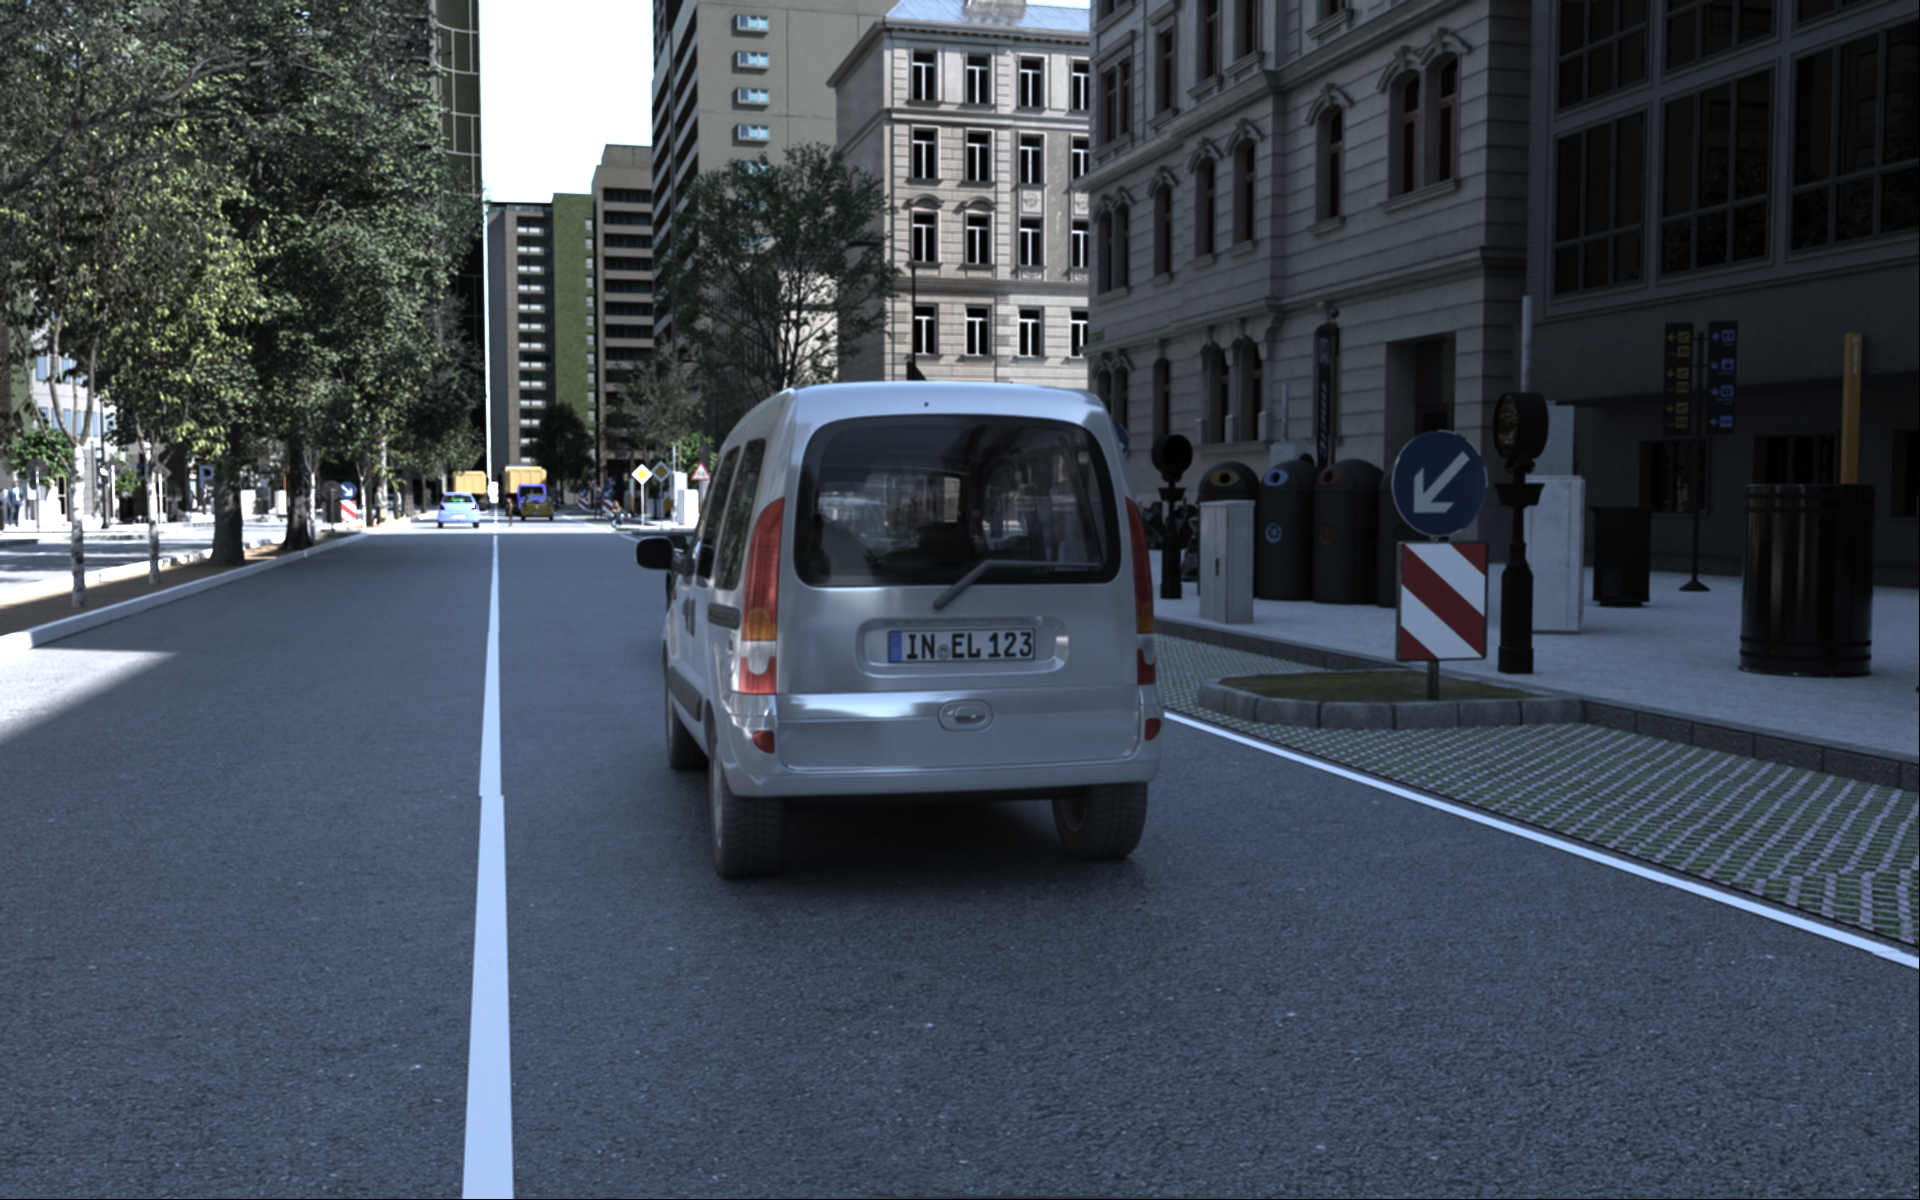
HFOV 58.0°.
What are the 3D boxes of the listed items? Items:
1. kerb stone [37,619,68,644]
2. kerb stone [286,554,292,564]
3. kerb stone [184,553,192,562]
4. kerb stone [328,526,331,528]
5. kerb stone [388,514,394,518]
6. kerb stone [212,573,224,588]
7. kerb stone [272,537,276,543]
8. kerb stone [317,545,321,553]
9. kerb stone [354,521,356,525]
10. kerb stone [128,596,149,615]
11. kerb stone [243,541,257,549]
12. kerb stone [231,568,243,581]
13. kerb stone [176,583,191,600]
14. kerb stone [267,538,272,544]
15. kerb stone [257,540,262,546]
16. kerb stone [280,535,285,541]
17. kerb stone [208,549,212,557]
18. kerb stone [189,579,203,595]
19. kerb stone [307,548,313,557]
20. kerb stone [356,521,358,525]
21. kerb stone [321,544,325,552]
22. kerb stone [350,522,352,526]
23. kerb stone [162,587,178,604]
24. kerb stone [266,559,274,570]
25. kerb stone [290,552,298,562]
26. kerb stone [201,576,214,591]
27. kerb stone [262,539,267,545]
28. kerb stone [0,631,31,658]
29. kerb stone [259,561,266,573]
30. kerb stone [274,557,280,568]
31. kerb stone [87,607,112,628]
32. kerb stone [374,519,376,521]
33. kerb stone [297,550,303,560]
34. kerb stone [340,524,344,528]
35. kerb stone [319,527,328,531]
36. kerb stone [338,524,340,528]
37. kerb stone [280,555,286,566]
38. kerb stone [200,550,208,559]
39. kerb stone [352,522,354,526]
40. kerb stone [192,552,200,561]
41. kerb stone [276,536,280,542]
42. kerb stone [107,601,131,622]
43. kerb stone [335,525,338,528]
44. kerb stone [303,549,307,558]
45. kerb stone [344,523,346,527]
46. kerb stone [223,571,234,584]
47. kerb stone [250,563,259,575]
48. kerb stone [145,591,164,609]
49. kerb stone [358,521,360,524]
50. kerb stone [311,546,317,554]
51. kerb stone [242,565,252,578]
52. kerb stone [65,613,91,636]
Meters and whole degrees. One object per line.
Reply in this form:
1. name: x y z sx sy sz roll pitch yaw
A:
1. kerb stone: -8.900 0.326 16.871 0.120 0.150 1.000 -1 4 -15
2. kerb stone: -13.931 -0.823 35.645 0.120 0.150 1.000 -1 4 -15
3. kerb stone: -16.223 -0.852 36.133 0.120 0.150 1.000 -1 4 -15
4. kerb stone: -24.316 -2.696 66.333 0.120 0.150 1.000 -1 4 -15
5. kerb stone: -35.731 -5.307 108.964 0.120 0.150 1.000 -1 4 -15
6. kerb stone: -11.544 -0.278 26.749 0.120 0.150 1.000 -1 4 -15
7. kerb stone: -19.944 -1.700 49.996 0.120 0.150 1.000 -1 4 -15
8. kerb stone: -15.514 -1.186 41.589 0.120 0.150 1.000 -1 4 -15
9. kerb stone: -27.508 -3.426 78.236 0.120 0.150 1.000 -1 4 -15
10. kerb stone: -9.948 0.084 20.826 0.120 0.150 1.000 -1 4 -15
11. kerb stone: -18.883 -1.458 46.033 0.120 0.150 1.000 -1 4 -15
12. kerb stone: -12.077 -0.400 28.730 0.120 0.150 1.000 -1 4 -15
13. kerb stone: -10.750 -0.097 23.786 0.120 0.150 1.000 -1 4 -15
14. kerb stone: -19.674 -1.638 49.008 0.120 0.150 1.000 -1 4 -15
15. kerb stone: -19.149 -1.516 47.025 0.120 0.150 1.000 -1 4 -15
16. kerb stone: -20.466 -1.822 51.977 0.120 0.150 1.000 -1 4 -15
17. kerb stone: -17.023 -1.034 39.109 0.120 0.150 1.000 -1 4 -15
18. kerb stone: -11.013 -0.158 24.774 0.120 0.150 1.000 -1 4 -15
19. kerb stone: -14.982 -1.057 39.608 0.120 0.150 1.000 -1 4 -15
20. kerb stone: -27.766 -3.488 79.227 0.120 0.150 1.000 -1 4 -15
21. kerb stone: -15.781 -1.244 42.575 0.120 0.150 1.000 -1 4 -15
22. kerb stone: -26.980 -3.306 76.250 0.120 0.150 1.000 -1 4 -15
23. kerb stone: -10.484 -0.033 22.800 0.120 0.150 1.000 -1 4 -15
24. kerb stone: -13.127 -0.642 32.686 0.120 0.150 1.000 -1 4 -15
25. kerb stone: -14.186 -0.879 36.635 0.120 0.150 1.000 -1 4 -15
26. kerb stone: -11.286 -0.218 25.760 0.120 0.150 1.000 -1 4 -15
27. kerb stone: -19.412 -1.576 48.013 0.120 0.150 1.000 -1 4 -15
28. kerb stone: -8.630 0.386 15.885 0.120 0.150 1.000 -1 4 -15
29. kerb stone: -12.874 -0.576 31.696 0.120 0.150 1.000 -1 4 -15
30. kerb stone: -13.394 -0.702 33.673 0.120 0.150 1.000 -1 4 -15
31. kerb stone: -9.428 0.208 18.845 0.120 0.150 1.000 -1 4 -15
32. kerb stone: -32.289 -4.518 96.081 0.120 0.150 1.000 -1 4 -15
33. kerb stone: -14.457 -0.944 37.628 0.120 0.150 1.000 -1 4 -15
34. kerb stone: -25.908 -3.064 72.297 0.120 0.150 1.000 -1 4 -15
35. kerb stone: -24.053 -2.639 65.343 0.120 0.150 1.000 -1 4 -15
36. kerb stone: -25.385 -2.943 70.318 0.120 0.150 1.000 -1 4 -15
37. kerb stone: -13.659 -0.759 34.660 0.120 0.150 1.000 -1 4 -15
38. kerb stone: -16.758 -0.974 38.122 0.120 0.150 1.000 -1 4 -15
39. kerb stone: -27.237 -3.367 77.251 0.120 0.150 1.000 -1 4 -15
40. kerb stone: -16.492 -0.910 37.128 0.120 0.150 1.000 -1 4 -15
41. kerb stone: -20.204 -1.761 50.985 0.120 0.150 1.000 -1 4 -15
42. kerb stone: -9.689 0.146 19.838 0.120 0.150 1.000 -1 4 -15
43. kerb stone: -25.121 -2.883 69.330 0.120 0.150 1.000 -1 4 -15
44. kerb stone: -14.724 -1.004 38.618 0.120 0.150 1.000 -1 4 -15
45. kerb stone: -26.180 -3.125 73.282 0.120 0.150 1.000 -1 4 -15
46. kerb stone: -11.811 -0.335 27.744 0.120 0.150 1.000 -1 4 -15
47. kerb stone: -12.598 -0.519 30.707 0.120 0.150 1.000 -1 4 -15
48. kerb stone: -10.221 0.025 21.812 0.120 0.150 1.000 -1 4 -15
49. kerb stone: -28.031 -3.548 80.214 0.120 0.150 1.000 -1 4 -15
50. kerb stone: -15.255 -1.125 40.592 0.120 0.150 1.000 -1 4 -15
51. kerb stone: -12.334 -0.460 29.719 0.120 0.150 1.000 -1 4 -15
52. kerb stone: -9.165 0.266 17.858 0.120 0.150 1.000 -1 4 -15
